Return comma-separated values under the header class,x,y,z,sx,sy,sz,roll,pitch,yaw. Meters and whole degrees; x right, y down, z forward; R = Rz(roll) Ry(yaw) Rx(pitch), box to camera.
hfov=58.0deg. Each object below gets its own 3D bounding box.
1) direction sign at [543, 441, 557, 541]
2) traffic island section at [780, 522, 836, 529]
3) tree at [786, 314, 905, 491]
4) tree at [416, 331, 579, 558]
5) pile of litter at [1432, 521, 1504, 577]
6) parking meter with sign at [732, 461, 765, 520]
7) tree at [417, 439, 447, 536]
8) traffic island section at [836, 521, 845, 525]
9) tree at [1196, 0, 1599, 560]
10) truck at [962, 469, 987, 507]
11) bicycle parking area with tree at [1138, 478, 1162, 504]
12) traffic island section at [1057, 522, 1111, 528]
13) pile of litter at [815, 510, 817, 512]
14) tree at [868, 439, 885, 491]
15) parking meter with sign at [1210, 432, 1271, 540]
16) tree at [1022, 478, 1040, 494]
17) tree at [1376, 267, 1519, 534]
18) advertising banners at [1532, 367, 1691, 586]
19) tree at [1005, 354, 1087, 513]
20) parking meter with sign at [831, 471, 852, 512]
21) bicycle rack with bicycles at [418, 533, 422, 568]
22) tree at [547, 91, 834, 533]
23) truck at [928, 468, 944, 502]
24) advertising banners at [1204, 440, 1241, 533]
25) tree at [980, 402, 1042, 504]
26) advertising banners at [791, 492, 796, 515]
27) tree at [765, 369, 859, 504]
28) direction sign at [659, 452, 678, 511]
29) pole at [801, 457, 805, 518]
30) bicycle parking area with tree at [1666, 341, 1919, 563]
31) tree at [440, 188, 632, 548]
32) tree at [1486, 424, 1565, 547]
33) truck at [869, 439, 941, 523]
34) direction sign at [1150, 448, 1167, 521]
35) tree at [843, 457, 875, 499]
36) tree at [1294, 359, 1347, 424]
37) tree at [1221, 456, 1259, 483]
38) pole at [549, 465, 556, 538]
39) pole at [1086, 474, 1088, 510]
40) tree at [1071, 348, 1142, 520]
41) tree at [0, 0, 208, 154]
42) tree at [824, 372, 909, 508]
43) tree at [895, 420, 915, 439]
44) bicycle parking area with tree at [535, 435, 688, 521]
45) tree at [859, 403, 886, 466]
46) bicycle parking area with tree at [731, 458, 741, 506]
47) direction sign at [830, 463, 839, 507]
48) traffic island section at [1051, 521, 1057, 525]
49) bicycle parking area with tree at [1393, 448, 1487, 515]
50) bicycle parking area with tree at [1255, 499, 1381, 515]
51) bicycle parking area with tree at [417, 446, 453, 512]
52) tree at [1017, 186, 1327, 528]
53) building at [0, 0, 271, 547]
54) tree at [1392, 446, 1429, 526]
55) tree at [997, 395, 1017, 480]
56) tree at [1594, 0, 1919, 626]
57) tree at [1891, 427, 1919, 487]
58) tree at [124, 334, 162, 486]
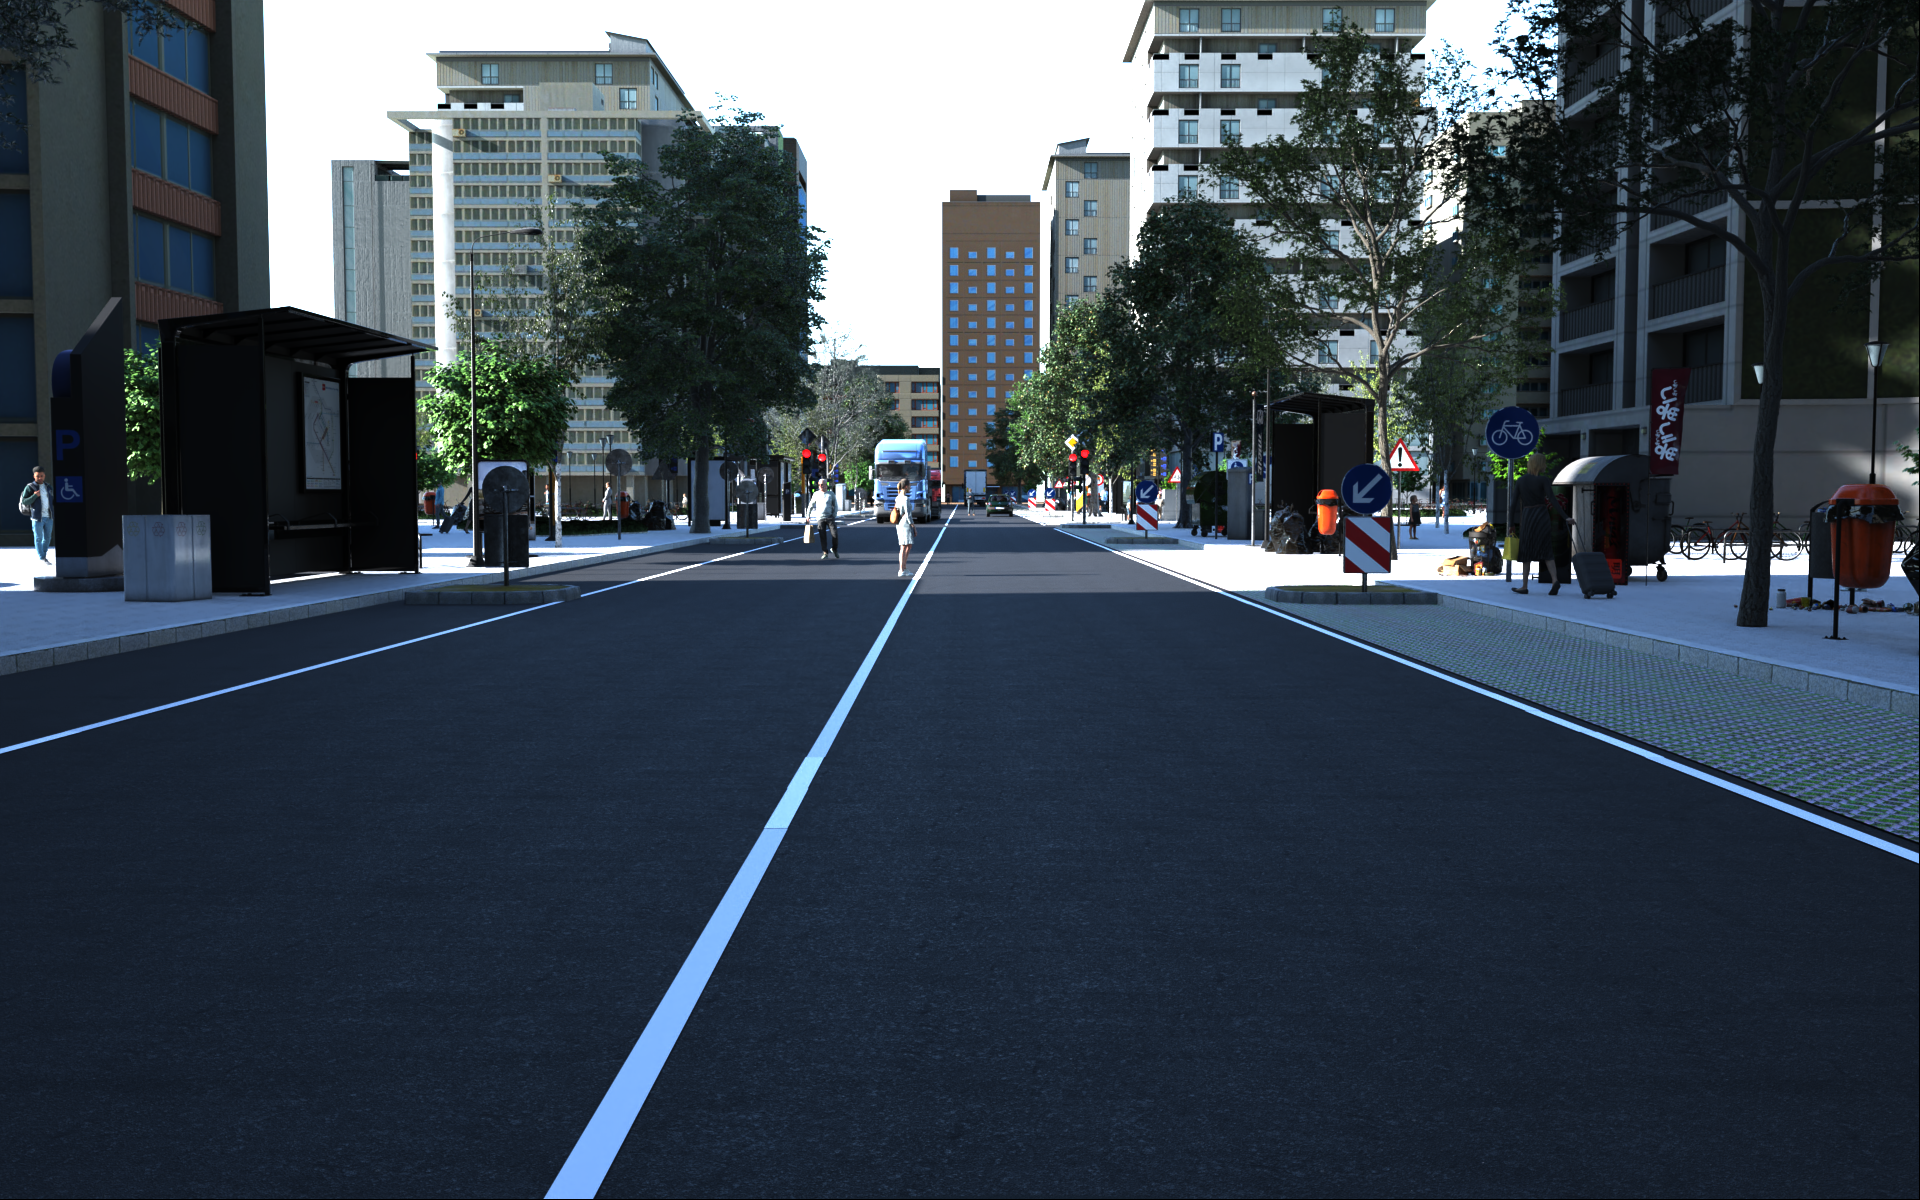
class,x,y,z,sx,sy,sz,roll,pitch,yaw
direction sign,-11.211,-3.392,47.454,0.379,3.537,0.876,-3,5,-42
traffic island section,-6.467,-3.117,73.244,2.009,0.180,2.903,0,3,0
tree,-8.843,-12.682,117.719,12.009,13.543,11.850,0,3,0
tree,-9.384,-3.143,35.094,4.285,4.588,4.351,0,3,0
pile of litter,8.069,-0.834,27.609,1.176,0.858,1.719,3,5,43
parking meter with sign,-10.342,-5.412,84.741,1.738,3.016,0.543,1,4,13
tree,-16.831,-3.587,53.248,1.663,3.219,1.824,0,3,0
traffic island section,-6.450,-3.605,81.229,2.009,0.180,2.903,0,3,0
tree,8.053,-6.060,33.493,7.601,10.594,8.767,1,4,19
truck,1.716,-13.016,201.723,2.839,4.237,11.283,0,4,-1
bicycle parking area with tree,16.684,-9.795,147.142,9.016,4.147,8.231,1,4,14
traffic island section,5.275,-3.115,73.214,2.009,0.180,2.903,0,3,0
pile of litter,-9.603,-6.545,120.969,1.176,0.858,1.719,-2,4,-27
tree,-9.288,-15.243,199.587,4.737,8.622,4.395,0,3,0
parking meter with sign,7.886,-3.199,48.563,1.738,3.016,0.543,3,5,42
tree,7.971,-12.601,200.628,1.663,3.219,1.824,0,3,0
tree,15.784,-6.447,55.764,4.360,8.622,3.978,0,3,0
advertising banners,9.152,-1.725,24.389,2.074,3.025,0.090,2,4,31
tree,8.435,-11.841,119.357,9.928,11.665,9.643,0,3,0
parking meter with sign,-8.737,-7.994,126.956,1.738,3.016,0.543,2,4,32
bicycle rack with bicycles,-10.547,-1.015,29.971,2.852,0.926,2.925,-2,4,-30
tree,-8.545,-9.173,56.634,9.857,13.997,8.962,0,3,0
truck,-3.274,-12.065,186.184,2.839,4.237,11.283,0,4,-2
advertising banners,8.565,-3.708,56.819,0.090,3.025,2.074,-2,4,-29
tree,7.718,-19.630,227.608,9.857,13.997,8.962,0,3,0
advertising banners,-11.082,-6.779,107.026,2.074,3.025,0.090,-2,4,-33
tree,-9.027,-9.220,101.105,4.360,8.622,3.978,0,3,0
direction sign,-10.939,-4.464,64.981,0.876,3.537,0.379,2,4,29
pole,-8.520,-6.133,94.124,0.158,3.312,0.155,0,3,0
bicycle parking area with tree,17.488,-2.947,35.182,9.016,4.147,8.231,1,4,16
tree,-9.835,-5.561,41.288,4.360,8.622,3.978,0,3,0
tree,13.476,-2.896,41.946,1.663,3.219,1.824,0,3,0
truck,-2.602,-6.201,91.139,2.967,4.110,18.799,0,4,2
direction sign,9.477,-5.549,82.721,0.876,3.537,0.379,2,4,33
tree,-8.471,-10.099,148.832,4.285,4.588,4.351,0,3,0
tree,19.850,-8.803,94.291,4.360,8.622,3.978,0,3,0
tree,20.510,-8.848,128.382,4.285,4.588,4.351,0,3,0
pole,-11.617,-3.394,49.334,0.158,3.312,0.155,0,3,0
pole,10.048,-8.756,137.001,0.158,3.312,0.155,0,3,0
tree,7.593,-8.343,86.763,4.737,8.622,4.395,0,3,0
tree,-9.363,-6.240,12.401,12.009,13.543,11.850,0,3,0
tree,-8.731,-14.889,160.445,9.611,12.733,9.660,0,3,0
tree,-9.176,-17.910,218.577,9.928,11.665,9.643,0,3,0
bicycle parking area with tree,-17.753,-6.074,86.310,9.016,4.147,8.231,0,4,-2
tree,-8.558,-11.469,137.875,4.360,8.622,3.978,0,3,0
bicycle parking area with tree,-19.966,-9.161,136.791,8.231,4.147,9.016,2,4,24
direction sign,-9.238,-8.178,125.715,0.876,3.537,0.379,0,4,7
traffic island section,5.291,-3.604,81.199,2.009,0.180,2.903,0,3,0
bicycle parking area with tree,33.662,-7.491,109.473,8.231,4.147,9.016,-3,4,-38
bicycle parking area with tree,23.560,-8.162,120.453,9.016,4.147,8.231,0,4,-5
bicycle parking area with tree,-29.771,-7.148,103.879,8.231,4.147,9.016,0,4,-1
tree,8.631,-9.042,64.843,9.611,12.733,9.660,0,3,0
building,-34.130,-24.051,47.860,28.867,44.769,22.147,0,3,0
tree,18.029,-4.602,69.839,1.663,3.219,1.824,0,3,0
tree,7.491,-11.029,97.334,9.611,12.733,9.660,0,3,0
tree,8.032,-5.017,16.433,7.601,10.594,8.767,0,4,7
tree,15.068,-1.944,26.382,1.663,3.219,1.824,0,3,0
tree,-16.329,-3.168,35.503,4.285,4.588,4.351,0,3,0
